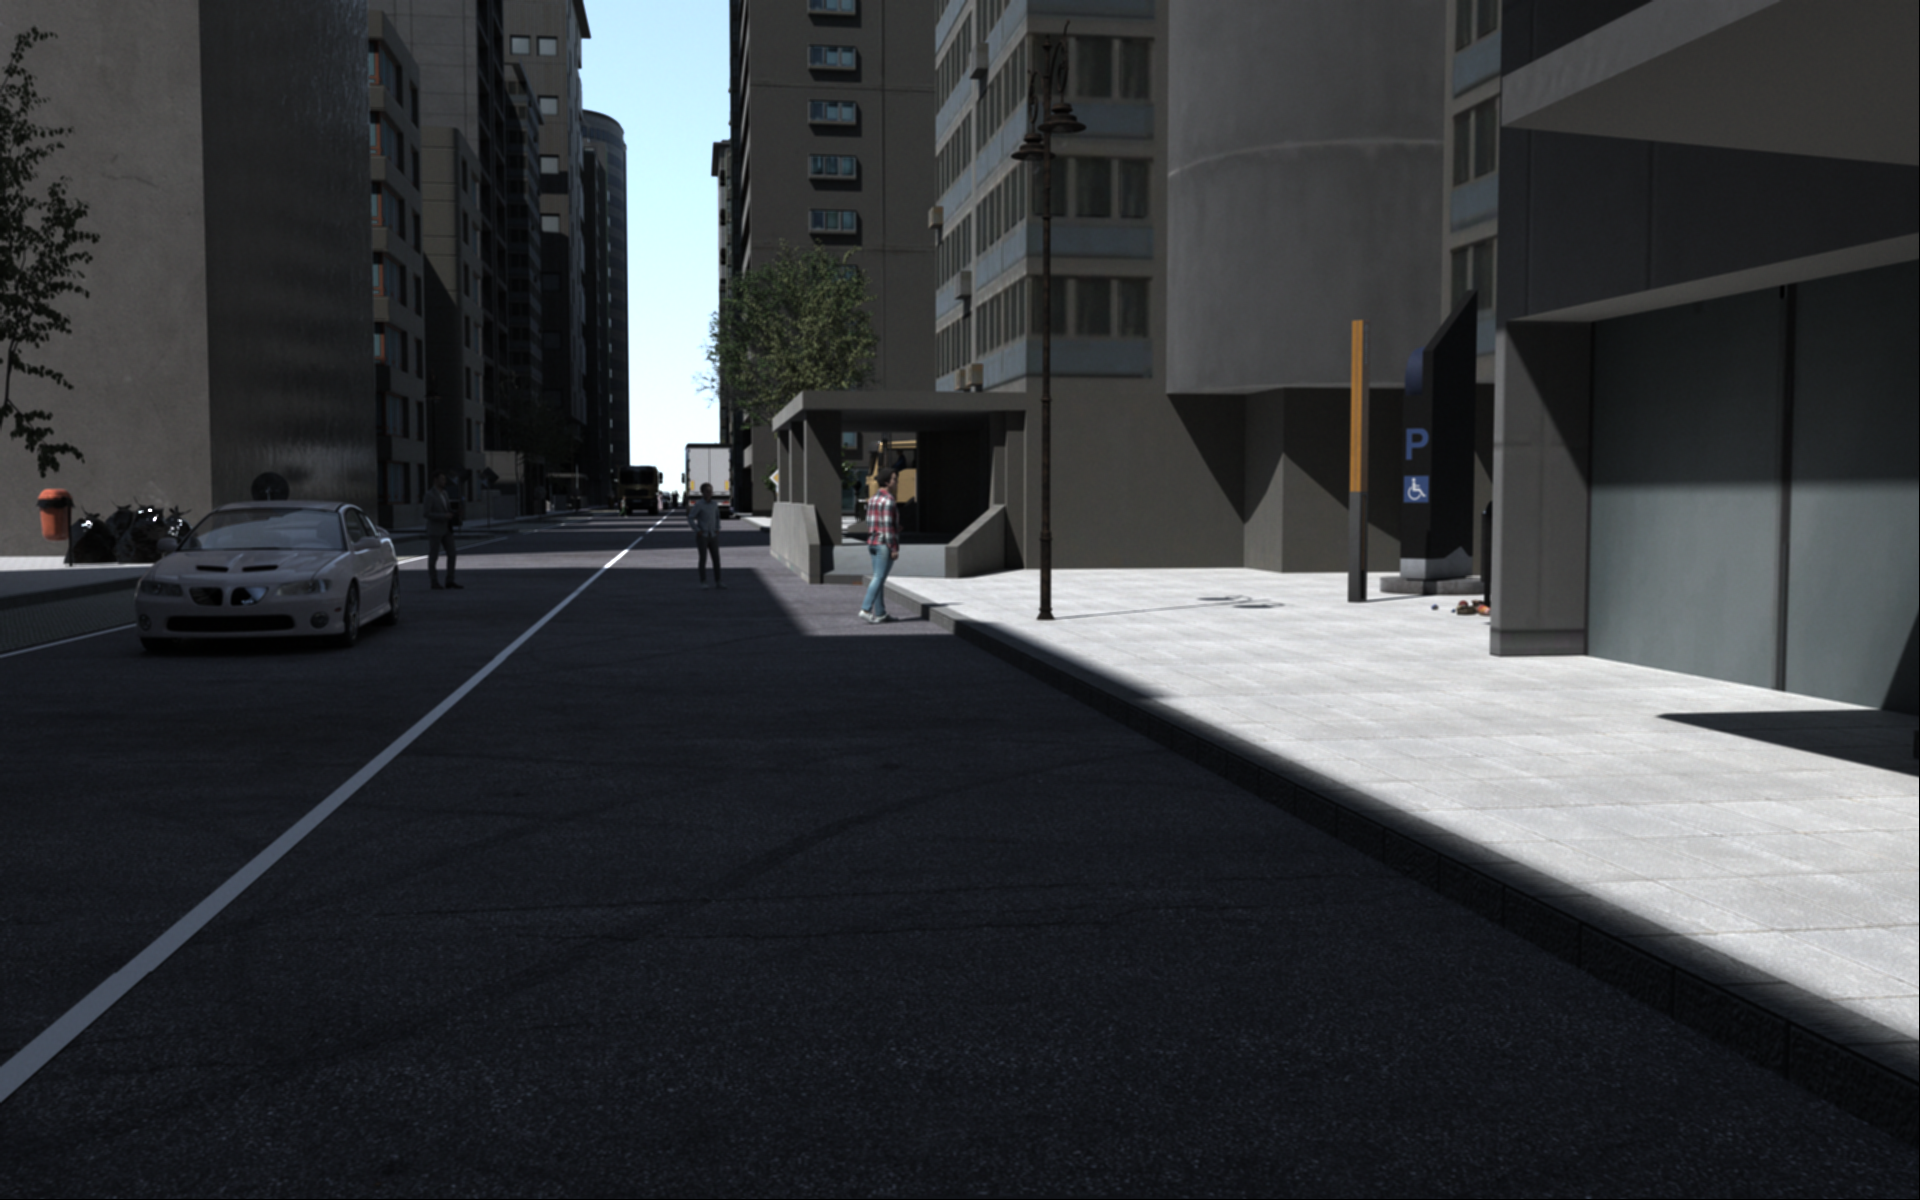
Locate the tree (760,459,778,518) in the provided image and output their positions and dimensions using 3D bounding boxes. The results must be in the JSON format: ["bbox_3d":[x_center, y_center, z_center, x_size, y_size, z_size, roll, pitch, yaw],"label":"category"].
[{"bbox_3d":[-9.990,-6.119,94.653,1.663,3.219,1.824,0,3,0],"label":"tree"}]

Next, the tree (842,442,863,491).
[{"bbox_3d":[-4.036,-3.646,54.217,1.663,3.219,1.824,0,3,0],"label":"tree"}]

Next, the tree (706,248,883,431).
[{"bbox_3d":[-6.897,-8.969,72.394,9.928,11.665,9.643,0,3,0],"label":"tree"}]

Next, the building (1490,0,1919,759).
[{"bbox_3d":[17.040,-25.234,1.822,28.713,52.752,27.495,-1,4,-9],"label":"building"}]

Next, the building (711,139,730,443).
[{"bbox_3d":[-21.693,-40.675,254.275,28.713,52.752,27.495,-1,4,-9],"label":"building"}]

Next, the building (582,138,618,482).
[{"bbox_3d":[-58.568,-37.477,232.363,23.786,49.044,30.456,-1,4,-9],"label":"building"}]

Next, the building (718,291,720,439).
[{"bbox_3d":[-28.058,-40.554,282.671,23.786,49.044,30.456,-1,4,-9],"label":"building"}]

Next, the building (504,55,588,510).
[{"bbox_3d":[-48.497,-27.787,146.194,32.217,40.220,23.993,-1,4,-9],"label":"building"}]

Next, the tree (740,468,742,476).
[{"bbox_3d":[-14.041,-8.515,122.927,4.285,4.588,4.351,0,3,0],"label":"tree"}]

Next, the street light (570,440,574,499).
[{"bbox_3d":[-31.048,-10.155,138.819,0.468,5.910,1.993,-1,4,-9],"label":"street light"}]

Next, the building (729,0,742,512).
[{"bbox_3d":[-10.505,-27.473,132.786,14.154,41.232,14.086,-1,4,-9],"label":"building"}]

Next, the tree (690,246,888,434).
[{"bbox_3d":[-8.475,-10.744,86.040,12.009,13.543,11.850,0,3,0],"label":"tree"}]

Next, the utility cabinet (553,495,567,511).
[{"bbox_3d":[-30.798,-7.473,133.340,1.020,1.237,0.306,-3,5,-43],"label":"utility cabinet"}]

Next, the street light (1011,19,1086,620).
[{"bbox_3d":[0.875,-2.736,17.527,0.468,5.910,1.993,-1,4,-9],"label":"street light"}]

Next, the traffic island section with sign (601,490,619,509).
[{"bbox_3d":[-32.506,-9.374,161.886,1.989,1.847,2.006,-1,4,-9],"label":"traffic island section with sign"}]

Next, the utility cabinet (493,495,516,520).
[{"bbox_3d":[-22.765,-4.608,86.503,1.020,1.237,0.306,-1,4,-16],"label":"utility cabinet"}]

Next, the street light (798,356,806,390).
[{"bbox_3d":[-5.040,-5.130,56.663,0.468,5.910,1.993,-1,4,-9],"label":"street light"}]

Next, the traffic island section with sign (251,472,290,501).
[{"bbox_3d":[-12.198,-1.337,30.487,1.989,1.847,2.006,-1,4,-9],"label":"traffic island section with sign"}]

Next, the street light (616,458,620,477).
[{"bbox_3d":[-43.764,-15.212,221.506,0.468,5.910,1.993,-1,4,-9],"label":"street light"}]

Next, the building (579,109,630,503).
[{"bbox_3d":[-61.319,-44.027,261.839,21.231,58.520,28.212,-1,4,-9],"label":"building"}]

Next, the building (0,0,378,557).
[{"bbox_3d":[-33.815,-14.535,42.156,34.151,26.468,19.350,-1,4,-9],"label":"building"}]

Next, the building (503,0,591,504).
[{"bbox_3d":[-51.684,-35.655,172.198,28.713,52.752,27.495,-1,4,-9],"label":"building"}]

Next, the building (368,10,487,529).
[{"bbox_3d":[-36.456,-14.030,74.422,27.650,21.520,28.899,-1,4,-9],"label":"building"}]

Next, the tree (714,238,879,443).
[{"bbox_3d":[-4.088,-6.035,49.040,4.737,8.622,4.395,0,3,0],"label":"tree"}]

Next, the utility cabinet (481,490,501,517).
[{"bbox_3d":[-25.393,-5.198,93.660,0.318,1.500,1.173,3,4,38],"label":"utility cabinet"}]

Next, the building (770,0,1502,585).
[{"bbox_3d":[12.467,-21.021,35.580,32.217,40.220,23.993,-1,4,-9],"label":"building"}]

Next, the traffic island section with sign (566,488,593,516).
[{"bbox_3d":[-24.828,-6.336,112.220,1.989,1.847,2.006,-1,4,-9],"label":"traffic island section with sign"}]

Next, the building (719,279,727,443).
[{"bbox_3d":[-25.242,-28.227,233.211,14.160,30.474,14.107,-1,4,-9],"label":"building"}]

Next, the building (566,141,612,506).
[{"bbox_3d":[-46.840,-31.257,194.639,14.154,41.232,14.086,-1,4,-9],"label":"building"}]

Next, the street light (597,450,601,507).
[{"bbox_3d":[-37.096,-12.569,178.291,0.468,5.910,1.993,-1,4,-9],"label":"street light"}]

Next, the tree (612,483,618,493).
[{"bbox_3d":[-43.071,-13.366,213.136,1.663,3.219,1.824,0,3,0],"label":"tree"}]

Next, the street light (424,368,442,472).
[{"bbox_3d":[-19.307,-5.554,63.595,0.468,5.910,1.993,-1,4,-9],"label":"street light"}]

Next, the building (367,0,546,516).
[{"bbox_3d":[-36.700,-40.838,105.949,20.563,71.187,20.611,-1,4,-9],"label":"building"}]

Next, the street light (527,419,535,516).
[{"bbox_3d":[-25.540,-7.985,103.347,0.468,5.910,1.993,-1,4,-9],"label":"street light"}]

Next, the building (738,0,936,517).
[{"bbox_3d":[-2.710,-29.600,107.663,21.300,48.544,21.600,-1,4,-9],"label":"building"}]

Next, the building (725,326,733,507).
[{"bbox_3d":[-11.367,-21.013,188.608,27.650,21.520,28.899,-1,4,-9],"label":"building"}]

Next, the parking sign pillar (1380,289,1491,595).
[{"bbox_3d":[6.230,-2.083,22.526,1.447,3.967,1.447,3,5,40],"label":"parking sign pillar"}]

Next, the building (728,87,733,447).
[{"bbox_3d":[-9.864,-30.846,158.959,22.147,44.769,28.867,-1,4,-9],"label":"building"}]

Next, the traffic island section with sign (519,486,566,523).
[{"bbox_3d":[-20.680,-4.698,85.436,1.989,1.847,2.006,-1,4,-9],"label":"traffic island section with sign"}]
